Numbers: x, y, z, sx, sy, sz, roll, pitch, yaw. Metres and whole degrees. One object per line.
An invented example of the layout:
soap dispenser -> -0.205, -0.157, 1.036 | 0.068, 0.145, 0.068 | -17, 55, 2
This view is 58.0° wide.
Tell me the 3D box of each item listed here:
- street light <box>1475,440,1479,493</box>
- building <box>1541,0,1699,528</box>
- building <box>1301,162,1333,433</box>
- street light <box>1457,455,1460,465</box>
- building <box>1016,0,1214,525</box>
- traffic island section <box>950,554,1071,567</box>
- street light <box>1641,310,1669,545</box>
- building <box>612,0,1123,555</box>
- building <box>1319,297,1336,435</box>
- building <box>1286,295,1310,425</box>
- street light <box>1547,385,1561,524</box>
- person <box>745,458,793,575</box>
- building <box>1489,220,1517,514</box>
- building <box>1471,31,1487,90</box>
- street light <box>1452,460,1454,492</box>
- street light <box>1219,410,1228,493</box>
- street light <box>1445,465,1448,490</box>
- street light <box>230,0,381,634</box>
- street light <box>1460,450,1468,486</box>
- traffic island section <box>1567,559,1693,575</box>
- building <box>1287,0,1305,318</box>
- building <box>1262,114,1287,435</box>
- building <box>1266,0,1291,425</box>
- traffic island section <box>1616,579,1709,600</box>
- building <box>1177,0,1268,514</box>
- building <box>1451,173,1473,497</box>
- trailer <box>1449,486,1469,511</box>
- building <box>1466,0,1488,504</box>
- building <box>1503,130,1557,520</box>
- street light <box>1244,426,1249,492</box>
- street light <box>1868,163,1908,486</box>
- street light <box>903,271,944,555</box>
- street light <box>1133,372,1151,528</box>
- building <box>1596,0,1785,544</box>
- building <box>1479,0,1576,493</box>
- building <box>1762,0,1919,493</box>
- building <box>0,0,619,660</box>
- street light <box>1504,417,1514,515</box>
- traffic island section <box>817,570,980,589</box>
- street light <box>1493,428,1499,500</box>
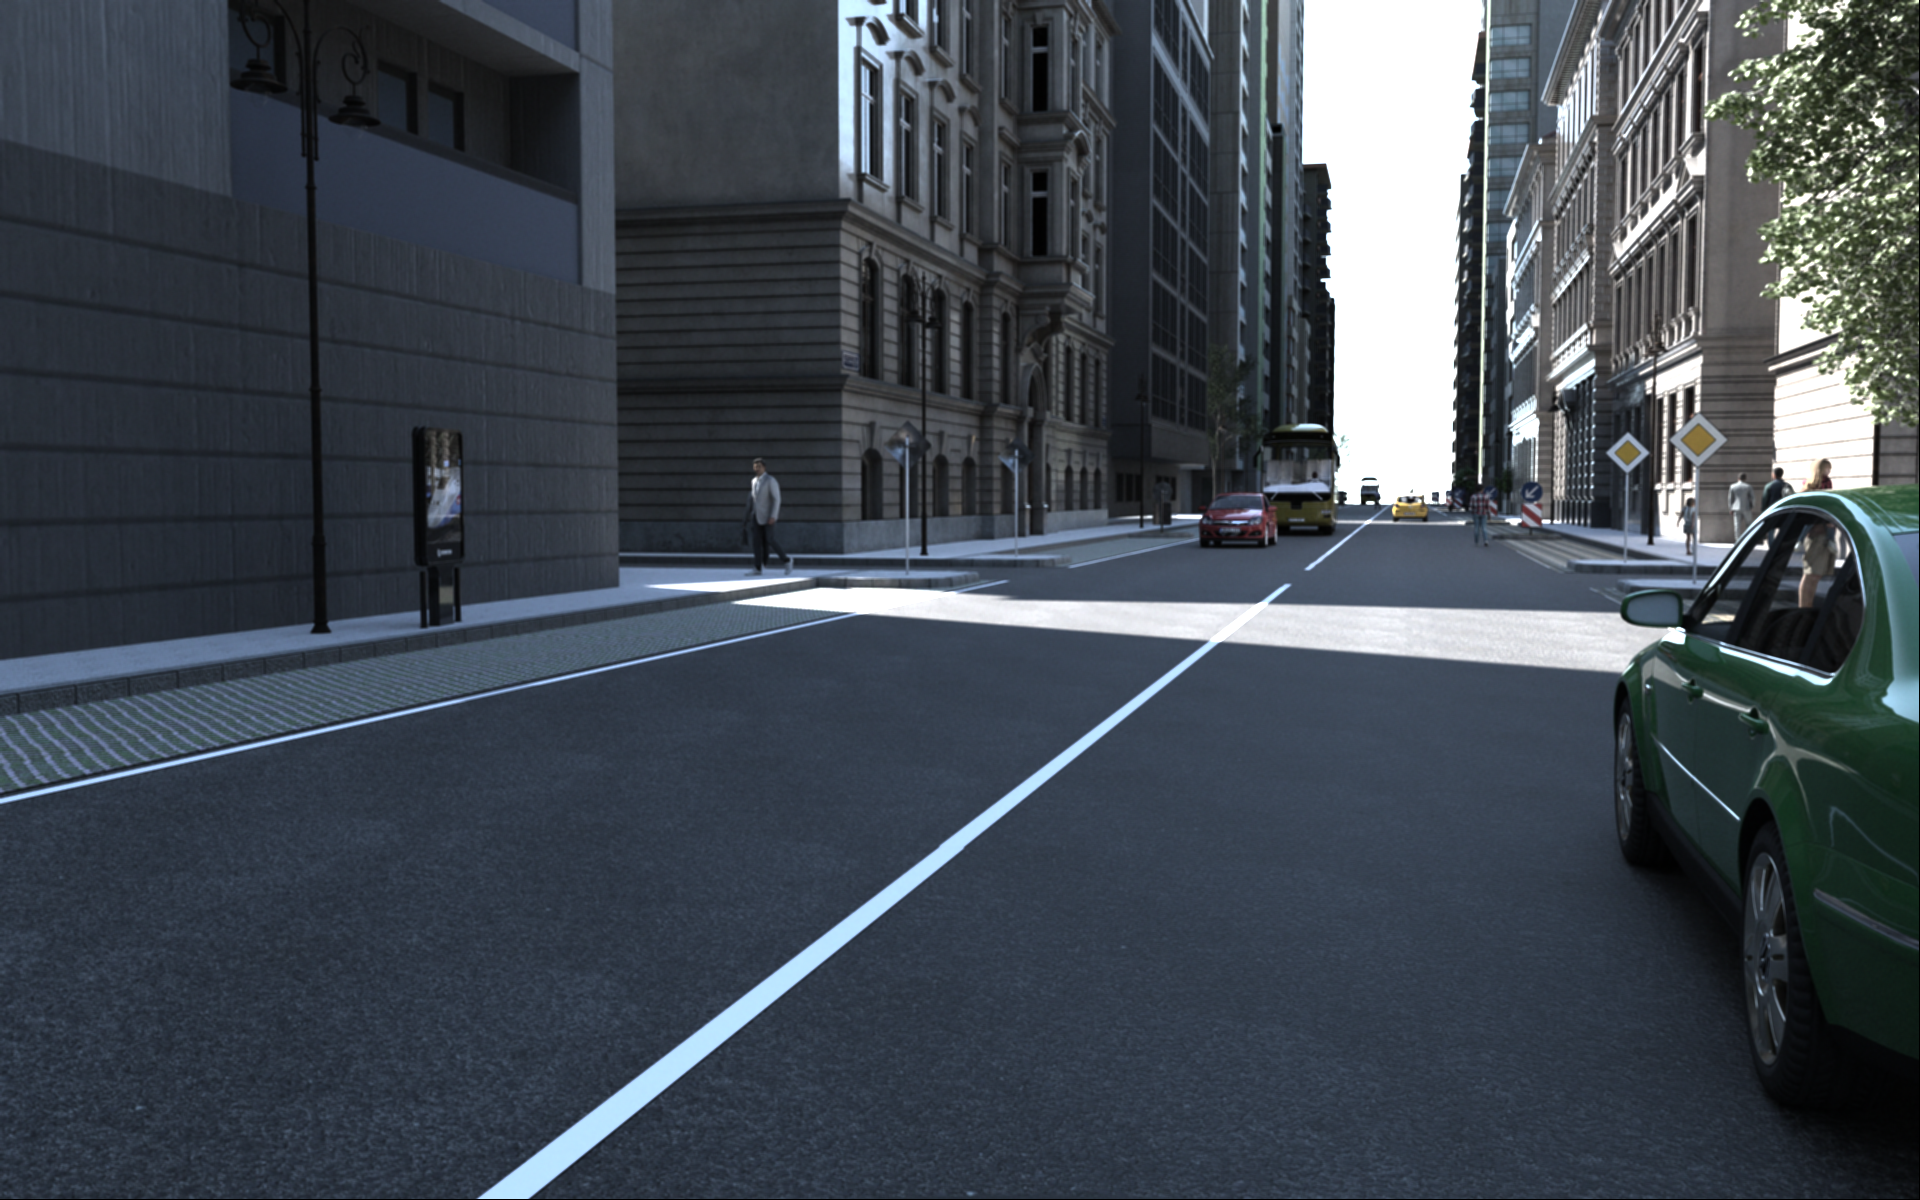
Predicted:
street light -> 44.398, -10.767, 148.826 | 0.468, 5.910, 1.993 | 1, 4, 14
building -> 30.684, -14.889, 72.311 | 11.050, 23.489, 19.941 | 1, 4, 14
building -> 36.791, -34.929, 225.716 | 22.147, 44.769, 28.867 | 1, 4, 14
street light -> 57.400, -13.851, 199.257 | 0.468, 5.910, 1.993 | 1, 4, 14
building -> 3.578, -17.651, 82.109 | 14.314, 27.812, 24.014 | 1, 4, 14
traffic island section -> 1.111, -0.796, 35.303 | 2.009, 0.180, 2.903 | 1, 4, 14
street light -> 17.452, -4.330, 43.591 | 0.468, 5.910, 1.993 | 1, 4, 14
building -> -3.260, -14.344, 53.612 | 14.460, 24.649, 34.723 | 1, 4, 14
building -> 45.825, -29.008, 245.984 | 14.160, 30.474, 14.107 | 1, 4, 14
building -> 19.052, -19.755, 168.039 | 27.650, 21.520, 28.899 | 1, 4, 14
street light -> 25.226, -6.169, 73.650 | 0.468, 5.910, 1.993 | 1, 4, 14
person -> -3.045, -1.318, 27.438 | 0.795, 1.843, 0.661 | -3, 5, -43
building -> 51.480, -16.734, 118.635 | 27.650, 21.520, 28.899 | 1, 4, 14
building -> 58.805, -30.986, 161.239 | 22.147, 44.769, 28.867 | 1, 4, 14
street light -> 65.032, -15.655, 228.749 | 0.468, 5.910, 1.993 | 1, 4, 14
street light -> 14.458, -7.482, 95.115 | 0.468, 5.910, 1.993 | 1, 4, 14
street light -> 72.731, -17.502, 258.948 | 0.468, 5.910, 1.993 | 1, 4, 14
street light -> -5.906, -2.632, 15.827 | 0.468, 5.910, 1.993 | 1, 4, 14
street light -> 52.025, -12.570, 178.305 | 0.468, 5.910, 1.993 | 1, 4, 14
traffic island section -> 12.485, -0.619, 32.394 | 2.009, 0.180, 2.903 | 1, 4, 14
building -> 31.298, -46.632, 200.687 | 20.563, 71.187, 20.611 | 1, 4, 14
building -> 17.027, -21.978, 131.042 | 14.160, 30.474, 14.107 | 1, 4, 14
building -> 19.874, -30.234, 144.444 | 14.600, 45.320, 14.200 | 1, 4, 14
traffic island section -> 10.502, -0.145, 24.658 | 2.009, 0.180, 2.903 | 1, 4, 14
building -> 12.926, -26.482, 116.579 | 14.154, 41.232, 14.086 | 1, 4, 14
building -> 81.230, -38.023, 245.376 | 21.300, 48.544, 21.600 | 1, 4, 14
trailer -> 37.772, -7.587, 131.099 | 1.471, 1.999, 3.904 | 1, 4, 16
building -> 75.492, -48.065, 224.120 | 20.563, 71.187, 20.611 | 1, 4, 14
building -> 35.555, -15.681, 92.538 | 11.583, 22.565, 21.152 | 1, 4, 14
street light -> 18.283, -8.417, 110.406 | 0.468, 5.910, 1.993 | 1, 4, 14
street light -> 12.281, -3.080, 23.147 | 0.468, 5.910, 1.993 | 1, 4, 14
street light -> -0.753, -3.875, 36.145 | 0.468, 5.910, 1.993 | 1, 4, 14
street light -> 6.898, -5.678, 65.619 | 0.468, 5.910, 1.993 | 1, 4, 14
building -> 26.322, -13.219, 52.283 | 11.583, 22.565, 21.152 | 1, 4, 14
building -> 49.891, -27.991, 141.251 | 14.154, 41.232, 14.086 | 1, 4, 14
building -> 26.786, -10.355, 33.926 | 19.286, 19.102, 10.561 | 1, 4, 14
building -> -19.378, -29.311, 21.235 | 28.212, 58.520, 21.231 | 1, 4, 14
street light -> 32.902, -8.018, 103.887 | 0.468, 5.910, 1.993 | 1, 4, 14
traffic island section -> -0.872, -0.323, 27.567 | 2.009, 0.180, 2.903 | 1, 4, 14
street light -> 36.893, -8.954, 119.181 | 0.468, 5.910, 1.993 | 1, 4, 14
